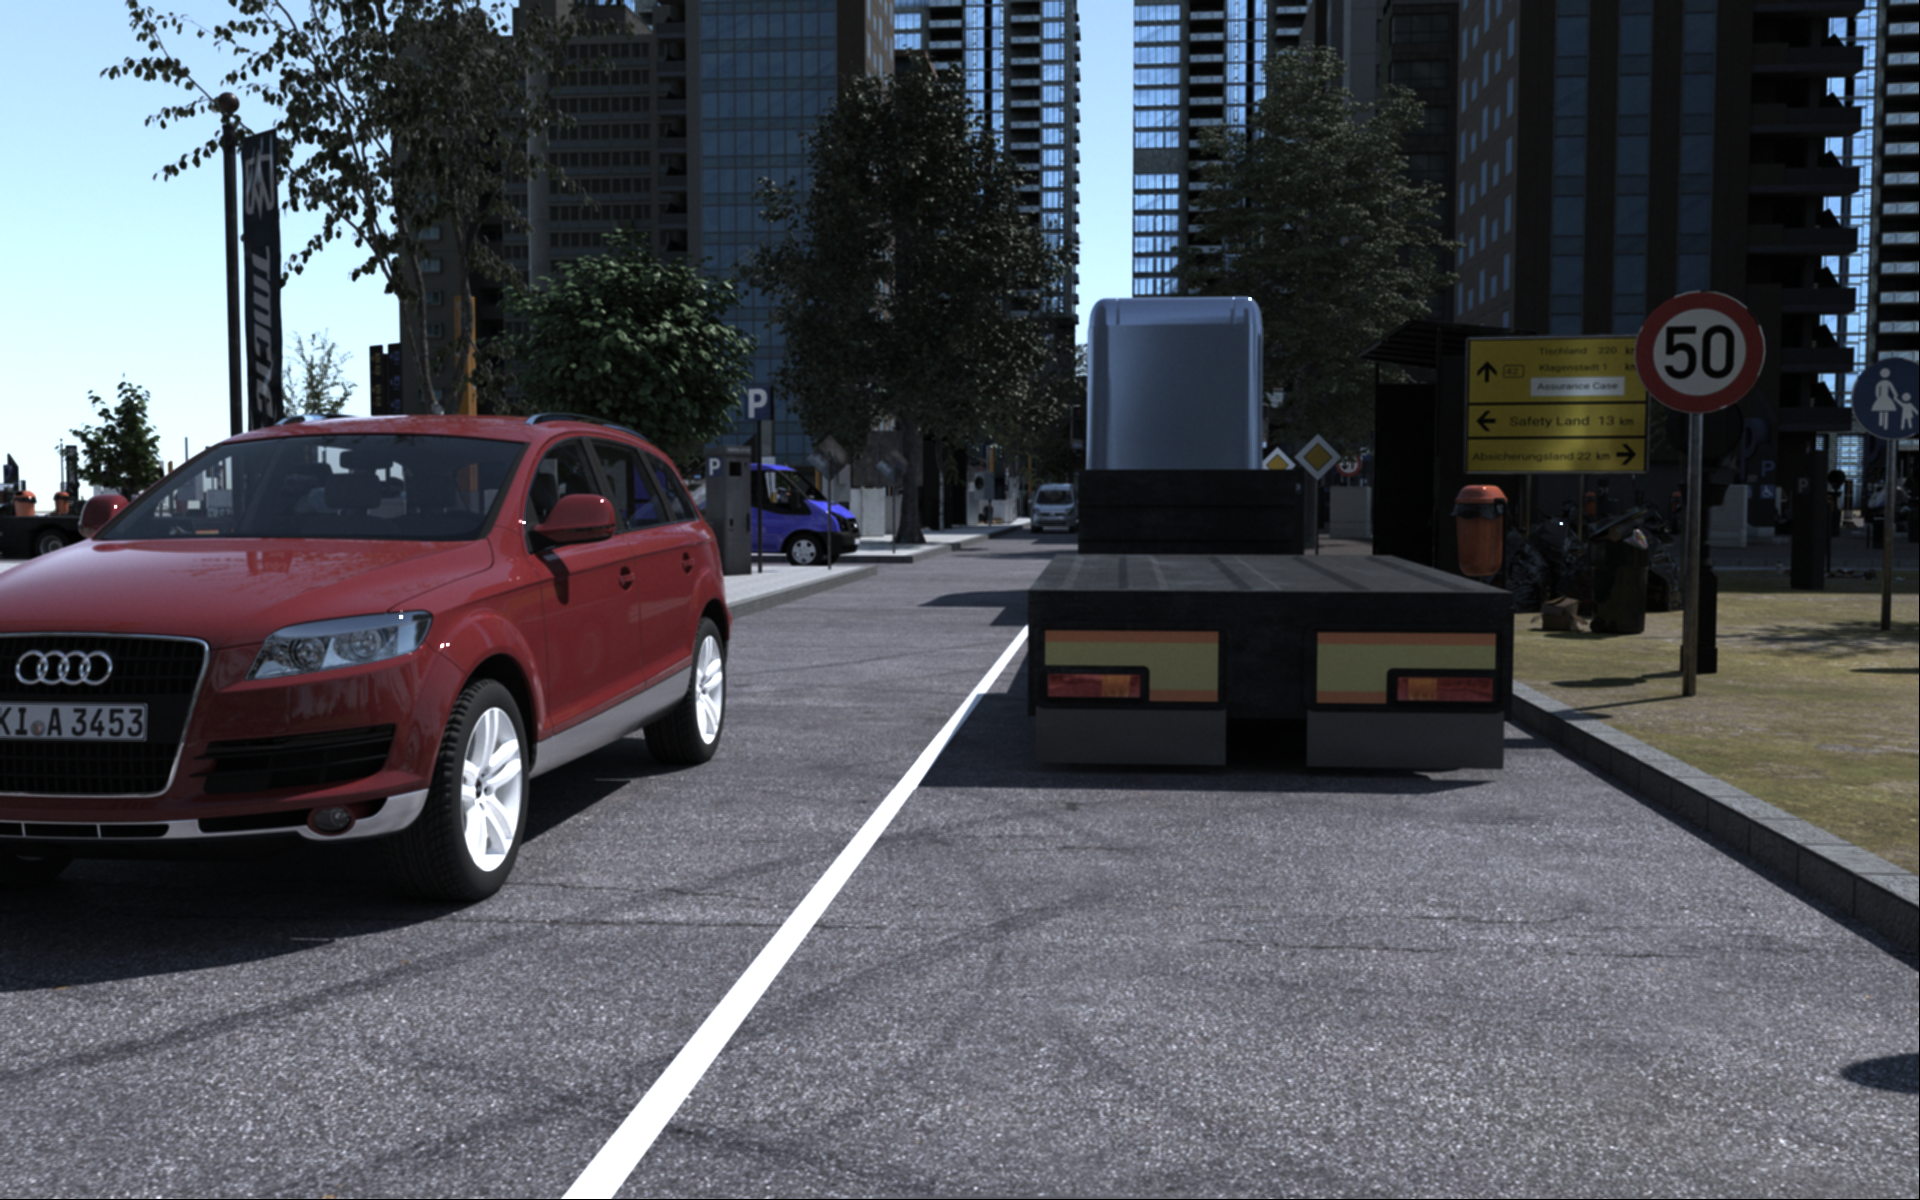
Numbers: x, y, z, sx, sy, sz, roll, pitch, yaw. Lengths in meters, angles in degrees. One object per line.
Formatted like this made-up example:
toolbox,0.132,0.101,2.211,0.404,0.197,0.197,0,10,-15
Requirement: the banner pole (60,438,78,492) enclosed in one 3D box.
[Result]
banner pole,-40.189,-5.385,78.055,0.863,3.779,0.401,-2,4,-25

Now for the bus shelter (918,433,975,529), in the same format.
bus shelter,-0.510,-4.607,66.610,1.731,3.624,6.357,0,4,5

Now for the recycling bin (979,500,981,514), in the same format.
recycling bin,0.555,-4.119,79.903,0.722,1.027,0.722,0,4,-8

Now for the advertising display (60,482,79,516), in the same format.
advertising display,-48.289,-5.426,93.928,0.974,1.923,0.123,0,4,7

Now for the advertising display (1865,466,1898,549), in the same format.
advertising display,21.537,-2.159,40.512,0.123,1.923,0.974,0,4,-7

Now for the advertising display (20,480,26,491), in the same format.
advertising display,-42.647,-4.505,78.870,0.123,1.923,0.974,-2,4,-34

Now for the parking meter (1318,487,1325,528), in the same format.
parking meter,13.441,-3.447,64.775,0.372,1.533,0.369,0,3,0

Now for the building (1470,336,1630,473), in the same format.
building,63.792,-36.308,213.251,30.456,49.044,23.786,0,4,6

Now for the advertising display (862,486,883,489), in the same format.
advertising display,-4.400,-5.064,88.013,0.974,1.923,0.123,1,4,22

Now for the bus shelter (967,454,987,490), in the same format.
bus shelter,0.454,-5.833,89.297,2.014,3.302,5.546,0,4,6

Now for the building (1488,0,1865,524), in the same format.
building,31.300,-26.274,79.696,14.600,45.320,14.200,0,4,6

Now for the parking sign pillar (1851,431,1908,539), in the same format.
parking sign pillar,26.469,-3.748,49.759,1.447,3.967,1.447,0,4,8

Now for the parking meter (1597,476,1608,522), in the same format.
parking meter,21.022,-3.117,56.674,0.255,1.863,0.399,3,4,37

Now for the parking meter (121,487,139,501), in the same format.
parking meter,-18.812,-1.888,39.283,0.372,1.533,0.369,0,3,0

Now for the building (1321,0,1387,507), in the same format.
building,38.206,-35.970,130.109,21.231,58.520,28.212,0,4,6

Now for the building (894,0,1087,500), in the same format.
building,1.966,-55.333,217.372,31.000,86.520,22.319,0,4,6

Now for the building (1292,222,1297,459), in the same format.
building,39.017,-24.157,166.675,14.160,30.474,14.107,0,4,6

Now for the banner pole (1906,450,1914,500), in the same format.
banner pole,53.587,-6.589,97.742,0.401,3.779,0.863,0,3,0

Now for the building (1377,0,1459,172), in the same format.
building,31.496,-20.223,102.351,14.160,30.474,14.107,0,4,6

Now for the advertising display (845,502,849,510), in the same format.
advertising display,-6.712,-5.994,103.220,0.123,1.923,0.974,-1,4,-10

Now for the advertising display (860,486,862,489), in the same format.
advertising display,-5.066,-5.288,91.680,0.123,1.923,0.974,-1,4,-22

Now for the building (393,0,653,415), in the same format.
building,-40.990,-33.467,170.891,21.600,48.544,21.300,0,4,6

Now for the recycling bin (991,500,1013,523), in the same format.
recycling bin,1.840,-3.876,75.933,0.722,1.027,0.722,3,4,36

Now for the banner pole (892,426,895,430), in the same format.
banner pole,-2.628,-4.522,63.945,0.863,3.779,0.401,-3,4,-38

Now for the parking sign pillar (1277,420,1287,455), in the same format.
parking sign pillar,11.402,-4.577,63.302,1.447,3.967,1.447,-1,4,-22

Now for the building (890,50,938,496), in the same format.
building,-15.184,-31.398,167.989,28.867,44.769,22.147,0,4,6

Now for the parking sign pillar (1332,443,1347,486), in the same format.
parking sign pillar,19.548,-6.150,89.032,1.447,3.967,1.447,0,4,-5

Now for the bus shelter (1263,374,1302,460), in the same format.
bus shelter,9.471,-4.759,55.440,2.179,5.291,8.768,0,4,6

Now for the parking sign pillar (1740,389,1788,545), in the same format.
parking sign pillar,20.254,-3.391,43.911,1.447,3.967,1.447,0,4,6

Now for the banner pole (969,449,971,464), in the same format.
banner pole,0.560,-6.386,94.421,0.401,3.779,0.863,0,4,3

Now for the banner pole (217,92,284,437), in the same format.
banner pole,-4.390,-1.268,10.750,0.863,3.779,0.401,3,5,42

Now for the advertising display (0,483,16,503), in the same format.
advertising display,-56.470,-5.959,102.648,0.974,1.923,0.123,0,4,-1

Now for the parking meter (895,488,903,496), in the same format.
parking meter,-2.712,-4.216,77.342,0.372,1.533,0.369,0,3,0

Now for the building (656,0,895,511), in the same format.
building,-12.378,-28.838,121.615,14.600,45.320,14.200,0,4,6

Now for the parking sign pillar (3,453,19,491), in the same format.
parking sign pillar,-62.389,-7.672,113.915,1.447,3.967,1.447,3,4,38

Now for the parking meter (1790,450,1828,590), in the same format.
parking meter,11.439,-1.078,23.344,0.255,1.863,0.399,-1,4,-20

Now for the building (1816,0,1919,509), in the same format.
building,79.616,-51.623,156.703,31.000,86.520,22.319,0,4,6

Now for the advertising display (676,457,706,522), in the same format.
advertising display,-4.587,-1.507,29.857,0.974,1.923,0.123,1,4,10

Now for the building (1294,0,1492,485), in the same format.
building,37.251,-30.709,152.200,14.600,45.320,14.200,0,4,6

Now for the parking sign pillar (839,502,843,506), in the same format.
parking sign pillar,-6.709,-6.331,91.979,1.447,3.967,1.447,2,4,27

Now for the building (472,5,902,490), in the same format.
building,-20.034,-27.514,141.733,32.217,40.220,23.993,0,4,6

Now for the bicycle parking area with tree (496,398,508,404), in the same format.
bicycle parking area with tree,-11.143,-3.927,51.214,8.231,4.147,9.016,1,4,20

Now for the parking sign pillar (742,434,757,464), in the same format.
parking sign pillar,-9.677,-5.505,78.475,1.447,3.967,1.447,2,4,29

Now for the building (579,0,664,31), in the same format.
building,-43.347,-55.604,221.795,31.000,86.520,22.319,0,4,6

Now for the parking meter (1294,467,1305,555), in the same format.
parking meter,6.989,-1.862,36.162,0.399,1.863,0.255,0,4,6

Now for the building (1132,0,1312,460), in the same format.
building,33.075,-55.111,213.734,31.000,86.520,22.319,0,4,6

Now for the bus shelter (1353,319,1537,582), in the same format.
bus shelter,7.191,-2.137,26.231,1.731,3.624,6.357,0,4,6
